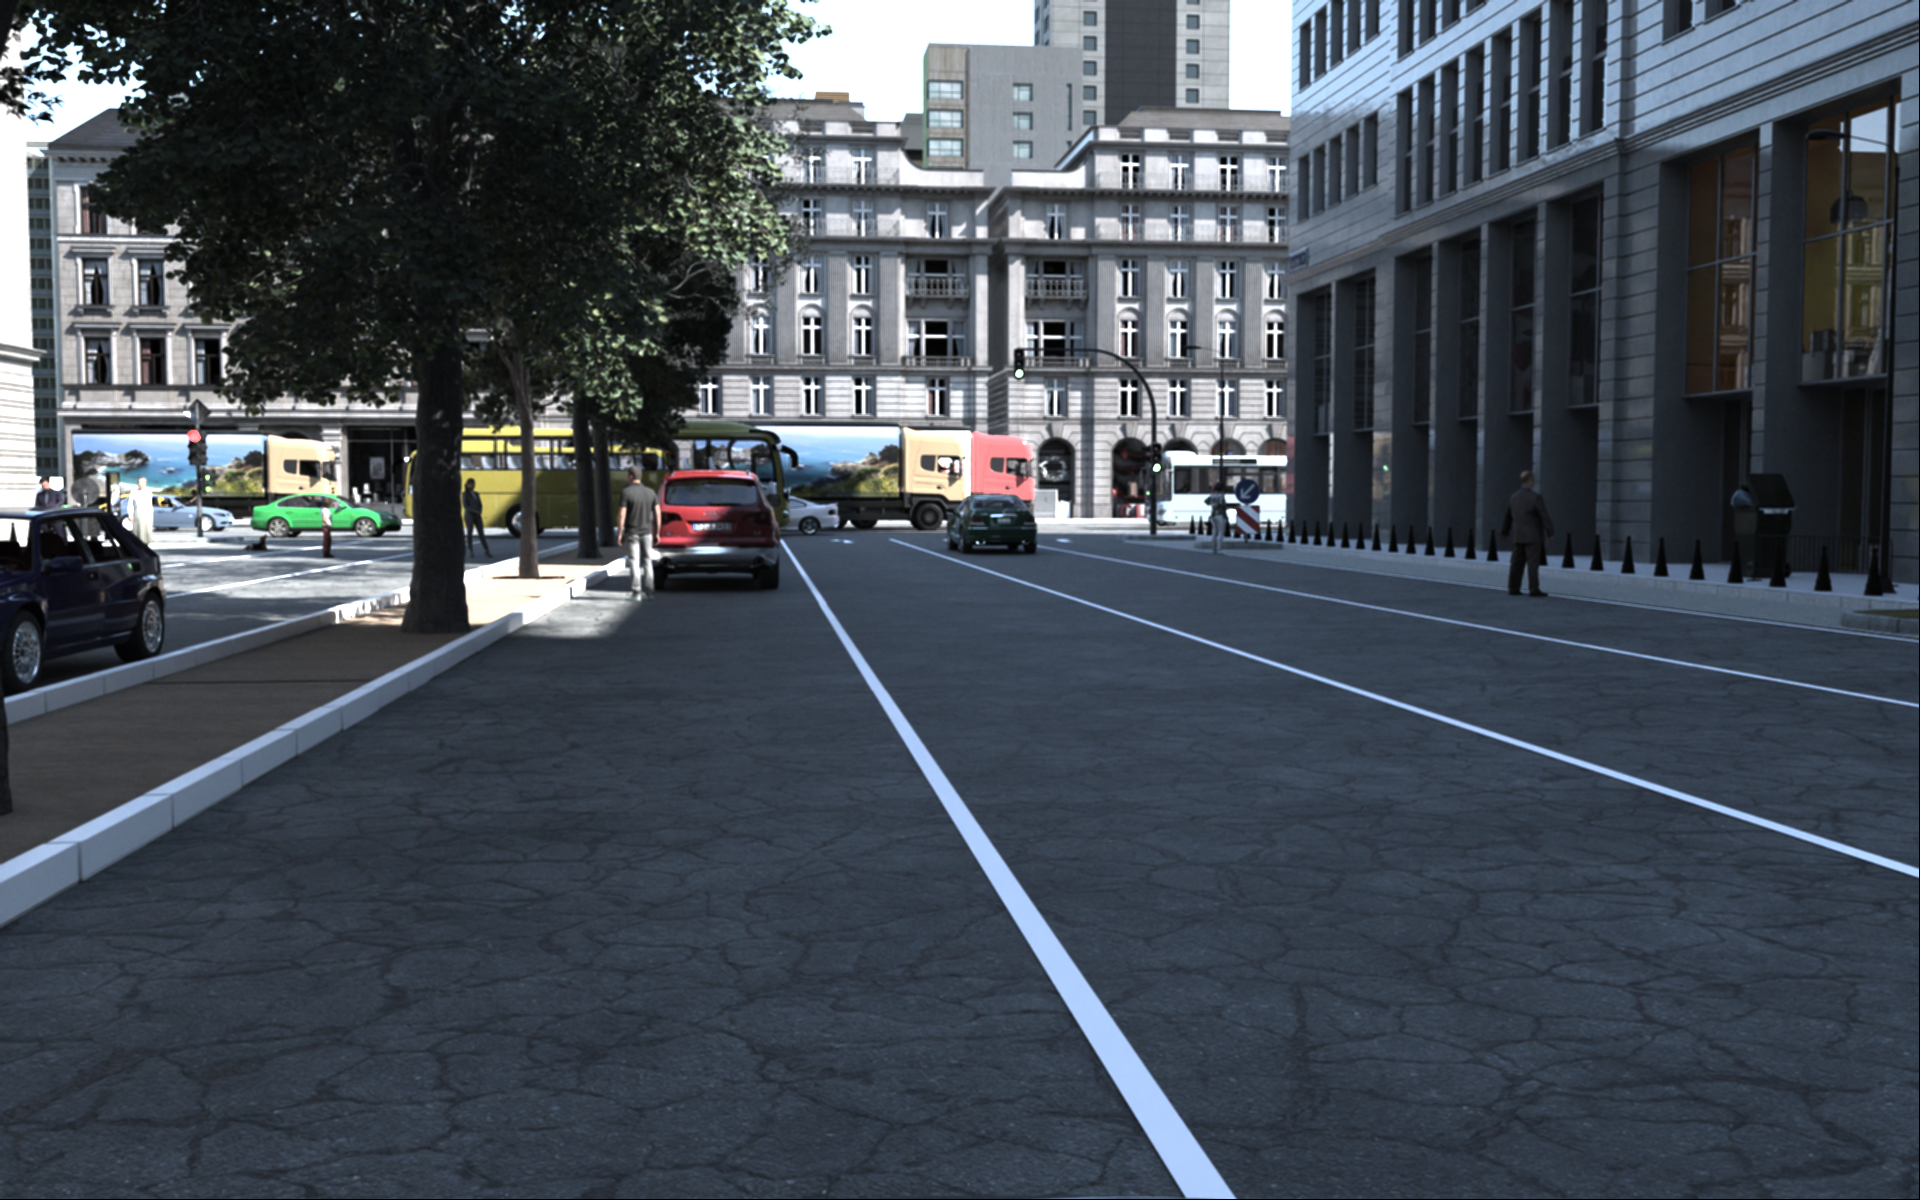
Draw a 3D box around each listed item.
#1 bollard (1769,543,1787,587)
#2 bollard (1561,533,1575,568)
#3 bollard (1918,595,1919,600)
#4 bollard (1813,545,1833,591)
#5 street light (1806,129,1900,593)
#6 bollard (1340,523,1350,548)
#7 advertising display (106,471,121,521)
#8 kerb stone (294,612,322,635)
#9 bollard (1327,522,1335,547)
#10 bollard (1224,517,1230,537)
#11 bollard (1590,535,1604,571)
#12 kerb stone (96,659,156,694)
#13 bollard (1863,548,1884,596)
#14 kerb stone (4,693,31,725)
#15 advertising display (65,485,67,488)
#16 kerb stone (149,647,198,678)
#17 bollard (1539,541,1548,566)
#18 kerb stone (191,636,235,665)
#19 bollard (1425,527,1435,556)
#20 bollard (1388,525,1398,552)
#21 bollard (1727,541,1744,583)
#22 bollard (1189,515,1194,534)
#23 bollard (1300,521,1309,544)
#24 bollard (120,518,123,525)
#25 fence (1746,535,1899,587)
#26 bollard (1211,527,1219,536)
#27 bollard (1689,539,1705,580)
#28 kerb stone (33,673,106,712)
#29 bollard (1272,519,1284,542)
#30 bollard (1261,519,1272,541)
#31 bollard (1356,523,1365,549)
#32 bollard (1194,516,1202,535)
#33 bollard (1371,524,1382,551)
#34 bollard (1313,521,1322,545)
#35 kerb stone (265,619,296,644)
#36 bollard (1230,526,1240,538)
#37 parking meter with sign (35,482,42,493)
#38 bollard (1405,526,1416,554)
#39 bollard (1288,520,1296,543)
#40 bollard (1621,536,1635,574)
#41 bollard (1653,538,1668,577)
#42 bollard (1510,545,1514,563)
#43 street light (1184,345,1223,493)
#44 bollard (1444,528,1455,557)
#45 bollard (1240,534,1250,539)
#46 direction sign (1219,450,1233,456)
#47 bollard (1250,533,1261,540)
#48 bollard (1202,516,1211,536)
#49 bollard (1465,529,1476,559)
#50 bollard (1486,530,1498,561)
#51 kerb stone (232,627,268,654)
[{"bbox_3d":[11.321,-0.484,23.963,0.229,0.601,0.229,0,3,0],"label":"bollard"},{"bbox_3d":[10.578,-0.860,30.105,0.229,0.601,0.229,0,3,0],"label":"bollard"},{"bbox_3d":[11.691,-0.297,20.892,0.229,0.601,0.229,0,3,0],"label":"bollard"},{"bbox_3d":[11.442,-0.422,22.943,0.229,0.601,0.229,0,3,0],"label":"bollard"},{"bbox_3d":[11.474,-3.043,22.293,1.470,5.913,1.316,0,4,-7],"label":"street light"},{"bbox_3d":[9.213,-1.551,41.399,0.229,0.601,0.229,0,3,0],"label":"bollard"},{"bbox_3d":[-24.258,-2.717,49.632,0.123,1.923,0.974,-1,4,-12],"label":"advertising display"},{"bbox_3d":[-6.809,0.262,17.904,0.120,0.150,1.000,0,4,-7],"label":"kerb stone"},{"bbox_3d":[9.088,-1.613,42.421,0.229,0.601,0.229,0,3,0],"label":"bollard"},{"bbox_3d":[7.979,-2.178,51.647,0.229,0.601,0.229,0,3,0],"label":"bollard"},{"bbox_3d":[10.701,-0.798,29.085,0.229,0.601,0.229,0,3,0],"label":"bollard"},{"bbox_3d":[-6.194,0.575,12.794,0.120,0.150,1.000,0,4,-7],"label":"kerb stone"},{"bbox_3d":[11.566,-0.359,21.911,0.229,0.601,0.229,0,3,0],"label":"bollard"},{"bbox_3d":[-5.942,0.703,10.741,0.120,0.150,1.000,0,4,-7],"label":"kerb stone"},{"bbox_3d":[-63.657,-7.274,124.149,0.123,1.923,0.974,2,4,24],"label":"advertising display"},{"bbox_3d":[-6.318,0.516,13.814,0.120,0.150,1.000,0,4,-7],"label":"kerb stone"},{"bbox_3d":[10.454,-0.923,31.128,0.229,0.601,0.229,0,3,0],"label":"bollard"},{"bbox_3d":[-6.443,0.450,14.832,0.120,0.150,1.000,0,4,-7],"label":"kerb stone"},{"bbox_3d":[9.836,-1.236,36.248,0.229,0.601,0.229,0,3,0],"label":"bollard"},{"bbox_3d":[9.587,-1.362,38.308,0.229,0.601,0.229,0,3,0],"label":"bollard"},{"bbox_3d":[11.192,-0.547,24.982,0.229,0.601,0.229,0,3,0],"label":"bollard"},{"bbox_3d":[7.484,-2.429,55.750,0.229,0.601,0.229,0,3,0],"label":"bollard"},{"bbox_3d":[8.848,-1.739,44.473,0.229,0.601,0.229,0,3,0],"label":"bollard"},{"bbox_3d":[-23.732,-2.016,49.008,0.229,0.601,0.229,0,3,0],"label":"bollard"},{"bbox_3d":[12.311,-0.574,24.765,0.278,0.683,2.069,-3,4,-36],"label":"fence"},{"bbox_3d":[7.856,-2.240,52.666,0.229,0.601,0.229,0,3,0],"label":"bollard"},{"bbox_3d":[11.072,-0.609,26.005,0.229,0.601,0.229,0,3,0],"label":"bollard"},{"bbox_3d":[-6.071,0.638,11.774,0.120,0.150,1.000,0,4,-7],"label":"kerb stone"},{"bbox_3d":[8.599,-1.864,46.517,0.229,0.601,0.229,0,3,0],"label":"bollard"},{"bbox_3d":[8.475,-1.927,47.544,0.229,0.601,0.229,0,3,0],"label":"bollard"},{"bbox_3d":[9.338,-1.488,40.370,0.229,0.601,0.229,0,3,0],"label":"bollard"},{"bbox_3d":[7.609,-2.366,54.722,0.229,0.601,0.229,0,3,0],"label":"bollard"},{"bbox_3d":[9.464,-1.425,39.341,0.229,0.601,0.229,0,3,0],"label":"bollard"},{"bbox_3d":[8.969,-1.676,43.444,0.229,0.601,0.229,0,3,0],"label":"bollard"},{"bbox_3d":[-6.686,0.325,16.878,0.120,0.150,1.000,0,4,-7],"label":"kerb stone"},{"bbox_3d":[8.102,-2.115,50.625,0.229,0.601,0.229,0,3,0],"label":"bollard"},{"bbox_3d":[-56.568,-6.712,105.999,1.738,3.016,0.543,2,4,30],"label":"parking meter with sign"},{"bbox_3d":[9.712,-1.300,37.289,0.229,0.601,0.229,0,3,0],"label":"bollard"},{"bbox_3d":[8.723,-1.801,45.492,0.229,0.601,0.229,0,3,0],"label":"bollard"},{"bbox_3d":[10.826,-0.735,28.054,0.229,0.601,0.229,0,3,0],"label":"bollard"},{"bbox_3d":[10.950,-0.672,27.035,0.229,0.601,0.229,0,3,0],"label":"bollard"},{"bbox_3d":[10.330,-0.986,32.158,0.229,0.601,0.229,0,3,0],"label":"bollard"},{"bbox_3d":[7.671,-5.000,54.290,1.470,5.913,1.316,0,4,-7],"label":"street light"},{"bbox_3d":[9.961,-1.173,35.225,0.229,0.601,0.229,0,3,0],"label":"bollard"},{"bbox_3d":[8.227,-2.052,49.593,0.229,0.601,0.229,0,3,0],"label":"bollard"},{"bbox_3d":[13.600,-5.918,88.751,0.876,3.537,0.379,-2,4,-29],"label":"direction sign"},{"bbox_3d":[8.354,-1.989,48.563,0.229,0.601,0.229,0,3,0],"label":"bollard"},{"bbox_3d":[7.734,-2.302,53.686,0.229,0.601,0.229,0,3,0],"label":"bollard"},{"bbox_3d":[10.085,-1.110,34.197,0.229,0.601,0.229,0,3,0],"label":"bollard"},{"bbox_3d":[10.205,-1.048,33.178,0.229,0.601,0.229,0,3,0],"label":"bollard"},{"bbox_3d":[-6.561,0.388,15.859,0.120,0.150,1.000,0,4,-7],"label":"kerb stone"}]
